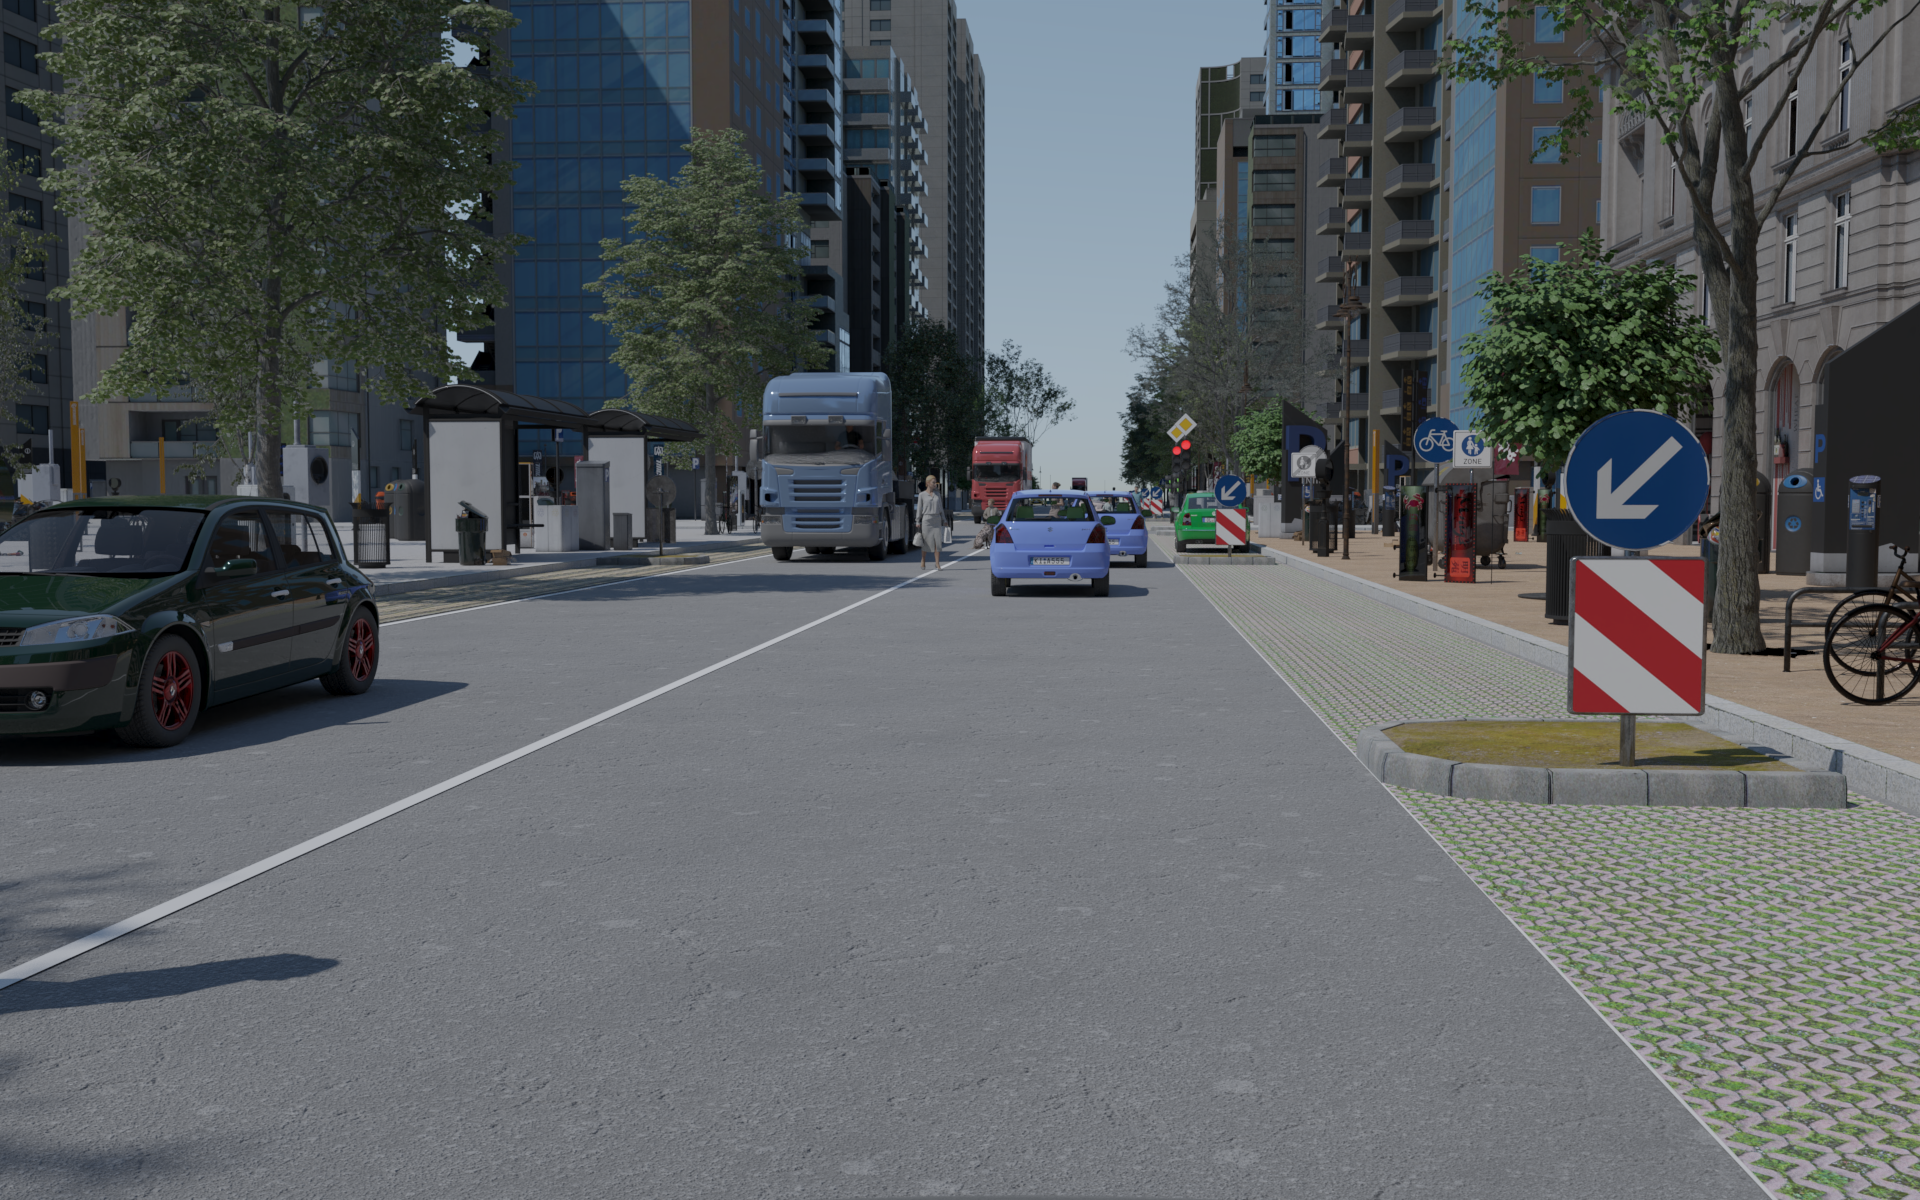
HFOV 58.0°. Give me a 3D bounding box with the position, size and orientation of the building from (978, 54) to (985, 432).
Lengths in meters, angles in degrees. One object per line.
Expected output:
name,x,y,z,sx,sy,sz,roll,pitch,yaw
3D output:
building,-6.234,-50.686,266.968,20.563,71.187,20.611,0,4,5

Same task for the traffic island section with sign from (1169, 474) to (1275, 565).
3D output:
traffic island section with sign,5.414,-1.656,35.707,1.989,1.847,2.006,0,4,5

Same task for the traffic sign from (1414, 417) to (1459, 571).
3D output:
traffic sign,7.903,-1.750,28.725,0.768,2.556,0.104,1,4,11

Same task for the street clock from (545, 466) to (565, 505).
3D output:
street clock,-10.537,-2.479,45.109,0.471,2.002,0.358,-1,4,-10

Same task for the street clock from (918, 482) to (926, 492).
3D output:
street clock,-2.207,-5.911,101.222,0.471,2.002,0.358,1,4,18

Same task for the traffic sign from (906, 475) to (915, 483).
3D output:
traffic sign,-3.427,-7.095,116.105,0.768,2.556,0.104,1,4,14

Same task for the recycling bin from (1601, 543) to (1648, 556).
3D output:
recycling bin,13.626,-1.408,35.571,0.722,1.027,0.722,-2,4,-25

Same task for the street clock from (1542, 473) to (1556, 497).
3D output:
street clock,17.347,-2.845,51.079,0.358,2.002,0.471,0,4,-7

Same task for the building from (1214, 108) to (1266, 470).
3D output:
building,37.177,-33.739,201.750,14.600,45.320,14.200,0,4,5

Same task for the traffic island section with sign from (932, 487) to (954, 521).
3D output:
traffic island section with sign,-1.353,-5.103,92.054,1.989,1.847,2.006,0,4,5

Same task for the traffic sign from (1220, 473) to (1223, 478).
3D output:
traffic sign,14.146,-5.826,95.361,0.768,2.556,0.104,1,4,9

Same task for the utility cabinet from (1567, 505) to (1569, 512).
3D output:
utility cabinet,19.554,-2.642,54.351,0.306,1.237,1.020,-3,4,-37

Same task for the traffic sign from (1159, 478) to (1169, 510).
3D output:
traffic sign,16.382,-8.497,139.034,0.768,2.556,0.104,1,4,12

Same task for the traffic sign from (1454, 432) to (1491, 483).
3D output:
traffic sign,8.241,-1.577,27.909,0.606,2.300,0.079,0,4,6

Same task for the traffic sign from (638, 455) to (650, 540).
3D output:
traffic sign,-8.993,-2.943,48.219,0.768,2.556,0.104,0,4,7

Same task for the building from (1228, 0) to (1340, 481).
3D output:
building,39.891,-52.893,177.477,22.319,86.520,31.000,0,4,5

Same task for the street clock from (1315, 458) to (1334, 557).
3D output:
street clock,7.418,-1.879,35.296,0.358,2.002,0.471,2,4,34

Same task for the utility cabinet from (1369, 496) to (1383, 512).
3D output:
utility cabinet,18.066,-3.871,74.452,1.020,1.237,0.306,-2,4,-29

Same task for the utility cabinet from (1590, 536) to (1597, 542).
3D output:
utility cabinet,17.074,-2.180,46.804,0.306,1.237,1.020,3,5,42

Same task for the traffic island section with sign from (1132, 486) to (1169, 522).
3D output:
traffic island section with sign,10.085,-4.982,90.088,1.989,1.847,2.006,0,4,5

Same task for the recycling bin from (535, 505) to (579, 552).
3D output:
recycling bin,-8.985,-1.594,38.622,0.722,1.027,0.722,1,4,19

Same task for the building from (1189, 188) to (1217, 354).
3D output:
building,46.738,-39.434,268.447,21.300,48.544,21.600,0,4,5

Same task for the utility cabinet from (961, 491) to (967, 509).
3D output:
utility cabinet,0.335,-8.254,143.637,0.318,1.500,1.173,-1,4,-13

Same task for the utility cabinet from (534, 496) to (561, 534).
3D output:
utility cabinet,-13.468,-2.766,56.390,0.306,1.237,1.020,2,4,30

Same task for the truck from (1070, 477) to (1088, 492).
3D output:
truck,20.247,-18.621,293.370,2.839,4.237,11.283,0,4,6

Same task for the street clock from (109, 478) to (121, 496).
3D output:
street clock,-37.108,-4.375,76.098,0.471,2.002,0.358,1,4,9

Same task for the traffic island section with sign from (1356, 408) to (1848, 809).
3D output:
traffic island section with sign,3.108,-0.014,8.851,1.989,1.847,2.006,0,4,5

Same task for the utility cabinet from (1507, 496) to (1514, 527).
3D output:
utility cabinet,21.339,-3.475,67.979,0.306,1.237,1.020,-1,4,-17

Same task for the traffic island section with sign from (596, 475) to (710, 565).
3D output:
traffic island section with sign,-6.215,-1.643,35.496,1.989,1.847,2.006,0,4,5

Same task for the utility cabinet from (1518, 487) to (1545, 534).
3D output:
utility cabinet,18.178,-2.830,54.956,1.173,1.500,0.318,-1,4,-18

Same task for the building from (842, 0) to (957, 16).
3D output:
building,-8.815,-49.437,246.541,20.563,71.187,20.611,0,4,5

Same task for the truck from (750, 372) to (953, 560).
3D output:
truck,-2.202,-3.332,44.230,2.967,4.110,18.799,0,4,5

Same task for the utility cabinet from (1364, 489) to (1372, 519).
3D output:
utility cabinet,18.774,-4.344,79.711,0.318,1.500,1.173,1,4,8

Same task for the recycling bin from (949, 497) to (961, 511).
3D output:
recycling bin,-0.372,-7.073,128.204,0.722,1.027,0.722,3,4,38

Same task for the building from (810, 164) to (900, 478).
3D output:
building,-13.457,-23.313,152.866,14.160,30.474,14.107,0,4,5

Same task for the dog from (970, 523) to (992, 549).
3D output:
dog,0.506,-1.730,45.128,0.800,0.831,0.513,1,4,19

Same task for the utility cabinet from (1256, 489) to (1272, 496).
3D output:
utility cabinet,12.951,-3.980,73.750,0.318,1.500,1.173,2,4,28

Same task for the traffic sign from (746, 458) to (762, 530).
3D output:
traffic sign,-7.138,-3.700,60.606,0.768,2.556,0.104,1,4,11

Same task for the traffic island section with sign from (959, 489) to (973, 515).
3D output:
traffic island section with sign,0.956,-6.747,118.948,1.989,1.847,2.006,0,4,5

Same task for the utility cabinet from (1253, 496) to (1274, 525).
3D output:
utility cabinet,12.615,-3.679,71.317,1.020,1.237,0.306,1,4,15

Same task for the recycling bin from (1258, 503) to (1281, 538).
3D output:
recycling bin,9.192,-2.348,50.949,0.722,1.027,0.722,1,4,19

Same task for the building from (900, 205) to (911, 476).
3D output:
building,-12.518,-24.172,166.919,14.160,30.474,14.107,0,4,5

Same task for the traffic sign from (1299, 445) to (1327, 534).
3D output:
traffic sign,9.186,-2.763,45.275,0.768,2.556,0.104,1,4,11

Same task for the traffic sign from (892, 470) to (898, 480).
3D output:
traffic sign,-3.644,-5.713,93.409,0.884,2.594,0.081,1,4,10

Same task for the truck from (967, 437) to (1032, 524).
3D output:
truck,2.133,-5.982,86.724,2.839,4.237,11.283,0,4,5

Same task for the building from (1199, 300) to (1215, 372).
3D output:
building,41.592,-29.307,250.872,14.160,30.474,14.107,0,4,5

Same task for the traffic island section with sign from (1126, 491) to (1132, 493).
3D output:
traffic island section with sign,12.472,-6.687,117.952,1.989,1.847,2.006,0,4,5

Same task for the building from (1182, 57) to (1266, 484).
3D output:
building,47.560,-52.023,288.829,20.563,71.187,20.611,0,4,5

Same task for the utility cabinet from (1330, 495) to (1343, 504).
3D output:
utility cabinet,17.910,-4.421,83.439,1.020,1.237,0.306,-1,4,-15

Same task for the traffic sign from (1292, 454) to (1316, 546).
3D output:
traffic sign,8.551,-2.506,43.096,0.606,2.300,0.079,1,4,14
